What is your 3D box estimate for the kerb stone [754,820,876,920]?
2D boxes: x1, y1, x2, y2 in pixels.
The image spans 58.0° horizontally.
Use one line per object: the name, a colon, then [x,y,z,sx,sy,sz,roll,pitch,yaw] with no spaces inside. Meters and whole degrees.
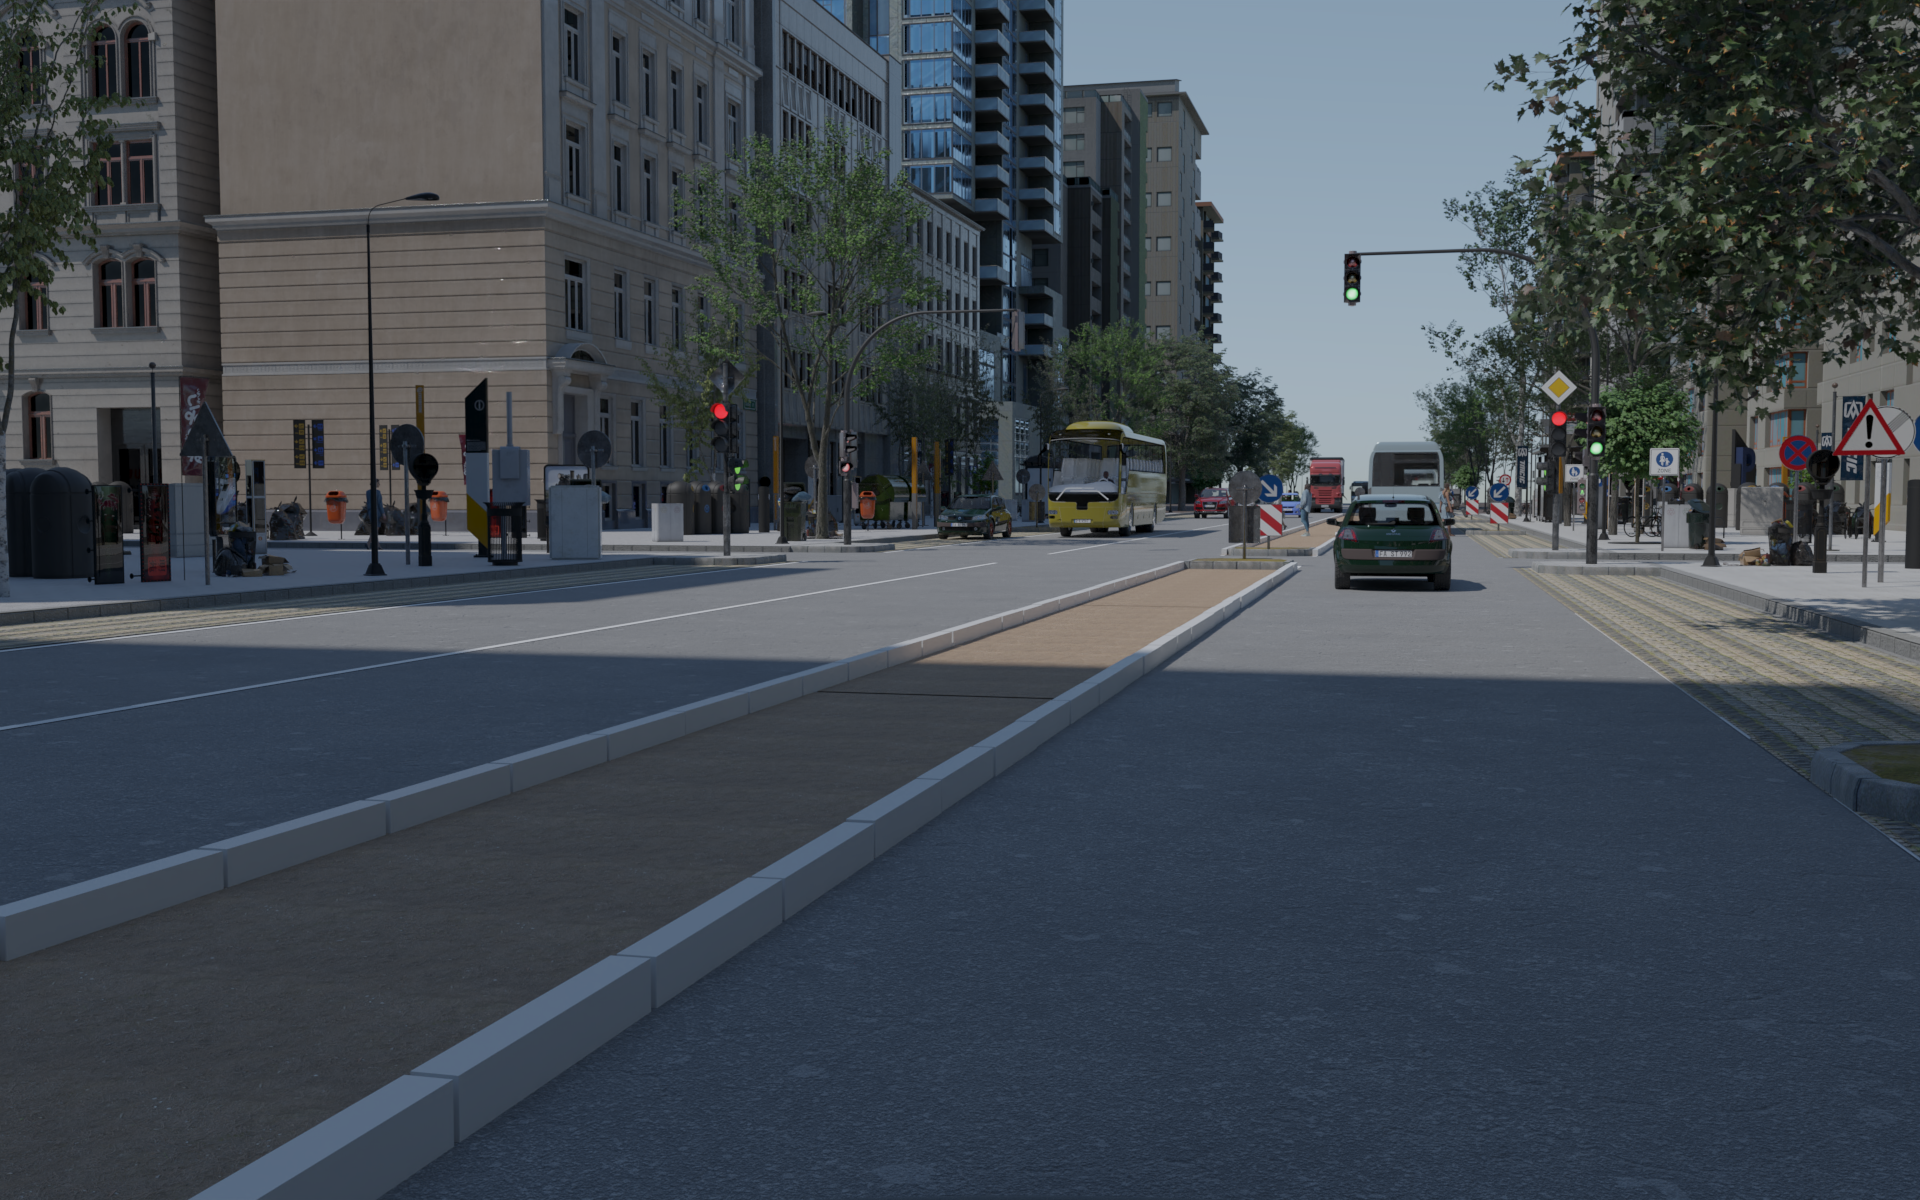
kerb stone: [-0.521,0.978,6.313,0.120,0.150,1.000,1,4,14]

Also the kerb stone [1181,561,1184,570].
kerb stone: [4.116,-0.637,32.603,0.120,0.150,1.000,1,4,14]

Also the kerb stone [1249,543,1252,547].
kerb stone: [7.599,-1.458,46.027,0.120,0.150,1.000,1,4,14]

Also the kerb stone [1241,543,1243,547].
kerb stone: [7.083,-1.337,44.048,0.120,0.150,1.000,1,4,14]

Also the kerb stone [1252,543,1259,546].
kerb stone: [8.114,-1.579,48.006,0.120,0.150,1.000,1,4,14]

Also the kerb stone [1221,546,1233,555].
kerb stone: [6.313,-1.151,41.074,0.120,0.150,1.000,1,4,14]

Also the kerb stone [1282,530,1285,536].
kerb stone: [10.689,-2.184,57.936,0.120,0.150,1.000,1,4,14]

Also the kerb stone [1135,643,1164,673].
kerb stone: [1.531,0.489,14.236,0.120,0.150,1.000,1,4,14]

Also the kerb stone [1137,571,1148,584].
kerb stone: [2.834,-0.333,27.637,0.120,0.150,1.000,1,4,14]

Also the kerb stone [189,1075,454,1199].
kerb stone: [-1.294,1.154,3.331,0.120,0.150,1.000,1,4,14]

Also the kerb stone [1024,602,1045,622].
kerb stone: [0.777,0.159,19.684,0.120,0.150,1.000,1,4,14]

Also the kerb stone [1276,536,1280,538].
kerb stone: [10.165,-2.064,55.946,0.120,0.150,1.000,1,4,14]

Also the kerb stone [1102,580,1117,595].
kerb stone: [2.055,-0.150,24.650,0.120,0.150,1.000,1,4,14]

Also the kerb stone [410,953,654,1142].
kerb stone: [-1.038,1.093,4.321,0.120,0.150,1.000,1,4,14]

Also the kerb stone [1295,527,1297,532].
kerb stone: [12.232,-2.547,63.881,0.120,0.150,1.000,1,4,14]

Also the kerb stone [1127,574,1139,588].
kerb stone: [2.577,-0.272,26.647,0.120,0.150,1.000,1,4,14]

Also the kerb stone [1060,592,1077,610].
kerb stone: [1.286,0.035,21.666,0.120,0.150,1.000,1,4,14]

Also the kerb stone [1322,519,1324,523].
kerb stone: [17.376,-3.764,83.757,0.120,0.150,1.000,1,4,14]

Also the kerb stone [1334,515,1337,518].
kerb stone: [21.226,-4.676,98.641,0.120,0.150,1.000,1,4,14]

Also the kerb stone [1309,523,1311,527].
kerb stone: [14.551,-3.091,72.822,0.120,0.150,1.000,1,4,14]

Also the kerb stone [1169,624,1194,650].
kerb stone: [2.044,0.365,16.223,0.120,0.150,1.000,1,4,14]

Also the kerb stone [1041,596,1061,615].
kerb stone: [1.023,0.093,20.676,0.120,0.150,1.000,1,4,14]

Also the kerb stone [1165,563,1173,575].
kerb stone: [3.603,-0.511,30.617,0.120,0.150,1.000,1,4,14]

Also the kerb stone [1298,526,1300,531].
kerb stone: [12.743,-2.670,65.866,0.120,0.150,1.000,1,4,14]

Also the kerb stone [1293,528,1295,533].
kerb stone: [11.970,-2.487,62.893,0.120,0.150,1.000,1,4,14]

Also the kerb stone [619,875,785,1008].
kerb stone: [-0.777,1.036,5.318,0.120,0.150,1.000,1,4,14]

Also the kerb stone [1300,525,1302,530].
kerb stone: [12.997,-2.729,66.864,0.120,0.150,1.000,1,4,14]

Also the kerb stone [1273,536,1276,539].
kerb stone: [9.656,-1.943,53.959,0.120,0.150,1.000,1,4,14]

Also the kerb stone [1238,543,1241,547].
kerb stone: [6.825,-1.276,43.054,0.120,0.150,1.000,1,4,14]

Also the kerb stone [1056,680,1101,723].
kerb stone: [0.757,0.669,11.265,0.120,0.150,1.000,1,4,14]

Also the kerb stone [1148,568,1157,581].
kerb stone: [3.090,-0.391,28.627,0.120,0.150,1.000,1,4,14]

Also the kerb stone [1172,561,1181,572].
kerb stone: [3.860,-0.576,31.611,0.120,0.150,1.000,1,4,14]

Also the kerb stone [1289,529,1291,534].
kerb stone: [11.455,-2.366,60.915,0.120,0.150,1.000,1,4,14]

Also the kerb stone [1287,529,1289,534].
kerb stone: [11.191,-2.308,59.927,0.120,0.150,1.000,1,4,14]

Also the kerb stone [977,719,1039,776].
kerb stone: [0.248,0.790,9.284,0.120,0.150,1.000,1,4,14]

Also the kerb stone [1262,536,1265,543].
kerb stone: [8.627,-1.700,49.985,0.120,0.150,1.000,1,4,14]

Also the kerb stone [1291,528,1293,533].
kerb stone: [11.721,-2.426,61.902,0.120,0.150,1.000,1,4,14]

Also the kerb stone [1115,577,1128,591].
kerb stone: [2.315,-0.211,25.647,0.120,0.150,1.000,1,4,14]

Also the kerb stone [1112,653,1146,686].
kerb stone: [1.267,0.549,13.248,0.120,0.150,1.000,1,4,14]

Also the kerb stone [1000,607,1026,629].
kerb stone: [0.517,0.214,18.694,0.120,0.150,1.000,1,4,14]

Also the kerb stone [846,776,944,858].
kerb stone: [-0.266,0.911,7.305,0.120,0.150,1.000,1,4,14]

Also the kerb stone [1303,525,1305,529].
kerb stone: [13.516,-2.853,68.844,0.120,0.150,1.000,1,4,14]

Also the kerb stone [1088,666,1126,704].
kerb stone: [1.016,0.608,12.257,0.120,0.150,1.000,1,4,14]

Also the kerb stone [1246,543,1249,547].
kerb stone: [7.335,-1.396,45.038,0.120,0.150,1.000,1,4,14]

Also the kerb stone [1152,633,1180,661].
kerb stone: [1.786,0.426,15.226,0.120,0.150,1.000,1,4,14]

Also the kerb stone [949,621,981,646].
kerb stone: [0.004,0.336,16.703,0.120,0.150,1.000,1,4,14]

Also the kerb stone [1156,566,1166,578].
kerb stone: [3.355,-0.454,29.624,0.120,0.150,1.000,1,4,14]

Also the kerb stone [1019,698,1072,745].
kerb stone: [0.496,0.729,10.276,0.120,0.150,1.000,1,4,14]

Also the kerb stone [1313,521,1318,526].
kerb stone: [16.094,-3.461,78.785,0.120,0.150,1.000,1,4,14]

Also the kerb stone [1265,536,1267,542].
kerb stone: [8.884,-1.761,50.980,0.120,0.150,1.000,1,4,14]

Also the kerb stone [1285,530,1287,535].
kerb stone: [10.944,-2.247,58.936,0.120,0.150,1.000,1,4,14]

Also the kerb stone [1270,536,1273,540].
kerb stone: [9.394,-1.882,52.963,0.120,0.150,1.000,1,4,14]

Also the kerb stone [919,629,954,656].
kerb stone: [-0.259,0.399,15.692,0.120,0.150,1.000,1,4,14]

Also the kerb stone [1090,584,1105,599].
kerb stone: [1.802,-0.085,23.660,0.120,0.150,1.000,1,4,14]

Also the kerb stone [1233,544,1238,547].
kerb stone: [6.571,-1.215,42.063,0.120,0.150,1.000,1,4,14]

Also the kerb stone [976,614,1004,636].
kerb stone: [0.254,0.277,17.702,0.120,0.150,1.000,1,4,14]

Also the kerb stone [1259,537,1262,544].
kerb stone: [8.368,-1.639,48.996,0.120,0.150,1.000,1,4,14]

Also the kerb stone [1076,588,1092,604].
kerb stone: [1.541,-0.022,22.662,0.120,0.150,1.000,1,4,14]

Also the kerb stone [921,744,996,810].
kerb stone: [-0.014,0.850,8.295,0.120,0.150,1.000,1,4,14]
